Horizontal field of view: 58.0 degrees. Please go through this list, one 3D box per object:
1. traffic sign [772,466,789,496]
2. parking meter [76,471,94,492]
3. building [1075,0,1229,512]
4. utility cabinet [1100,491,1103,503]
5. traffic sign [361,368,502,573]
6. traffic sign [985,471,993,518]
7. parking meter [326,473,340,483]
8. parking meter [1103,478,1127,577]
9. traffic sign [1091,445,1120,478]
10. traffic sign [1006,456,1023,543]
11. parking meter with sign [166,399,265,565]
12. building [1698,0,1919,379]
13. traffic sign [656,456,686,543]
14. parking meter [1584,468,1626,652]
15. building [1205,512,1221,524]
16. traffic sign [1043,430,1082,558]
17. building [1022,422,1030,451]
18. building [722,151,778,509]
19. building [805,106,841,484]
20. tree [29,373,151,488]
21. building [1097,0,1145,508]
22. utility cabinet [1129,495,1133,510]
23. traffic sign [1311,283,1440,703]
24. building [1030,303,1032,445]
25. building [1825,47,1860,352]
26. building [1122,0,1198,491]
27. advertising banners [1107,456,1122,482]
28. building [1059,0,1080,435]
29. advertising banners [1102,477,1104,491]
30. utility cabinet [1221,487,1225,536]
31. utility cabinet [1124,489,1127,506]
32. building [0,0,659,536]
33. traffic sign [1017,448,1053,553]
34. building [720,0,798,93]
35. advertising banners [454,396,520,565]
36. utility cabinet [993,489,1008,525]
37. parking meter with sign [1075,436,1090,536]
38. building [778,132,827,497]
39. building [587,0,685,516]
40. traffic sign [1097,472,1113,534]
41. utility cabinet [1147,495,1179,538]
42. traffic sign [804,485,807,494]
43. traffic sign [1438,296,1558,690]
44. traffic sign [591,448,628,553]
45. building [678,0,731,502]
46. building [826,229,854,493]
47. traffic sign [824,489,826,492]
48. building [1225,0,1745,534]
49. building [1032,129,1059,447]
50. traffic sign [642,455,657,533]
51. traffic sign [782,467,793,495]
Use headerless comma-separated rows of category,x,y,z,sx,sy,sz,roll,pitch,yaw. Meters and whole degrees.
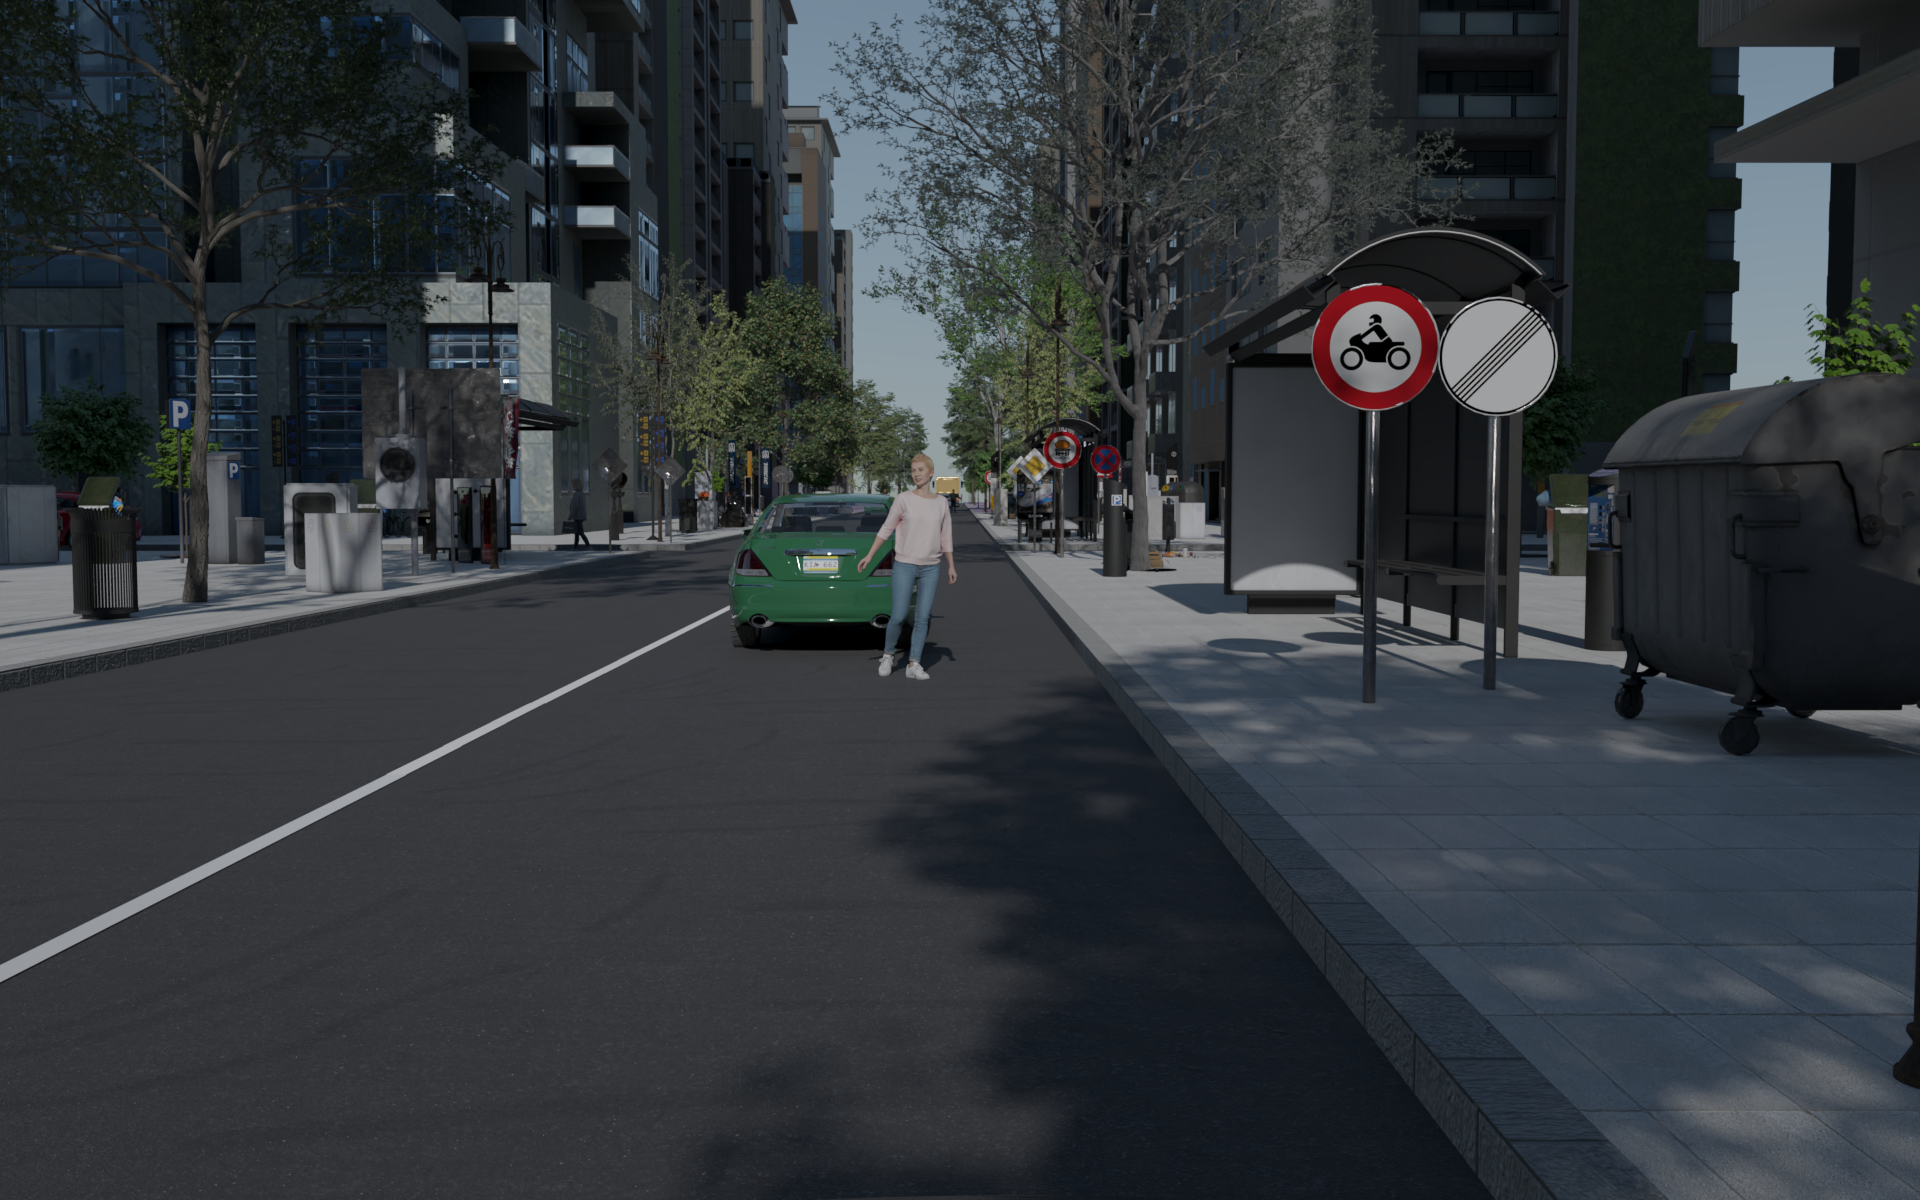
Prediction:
traffic sign,-8.028,-4.727,77.385,0.768,2.556,0.104,0,4,6
parking meter,-22.548,-2.385,44.701,0.399,1.863,0.255,-3,5,-45
building,17.588,-30.744,152.768,14.600,45.320,14.200,0,3,0
utility cabinet,8.688,-5.765,102.941,0.318,1.500,1.173,-1,4,-18
traffic sign,-8.576,-2.095,28.122,2.265,3.308,0.079,0,4,1
traffic sign,1.732,-5.716,93.558,0.768,2.556,0.104,0,4,5
parking meter,-17.122,-2.545,47.327,0.255,1.863,0.399,-3,5,-43
parking meter,2.409,-1.130,26.880,0.372,1.533,0.369,0,3,0
traffic sign,3.752,-2.727,44.696,0.768,2.556,0.104,0,4,7
traffic sign,1.599,-2.558,45.473,0.795,2.450,0.064,0,3,0
parking meter with sign,-13.581,-2.168,31.704,1.738,3.016,0.543,1,4,16
building,25.591,-26.016,14.595,28.713,52.752,27.495,0,3,0
traffic sign,-7.596,-2.559,45.474,0.795,2.450,0.064,0,3,0
parking meter,5.347,-0.357,14.243,0.372,1.533,0.369,0,3,0
building,17.904,-25.962,74.586,14.600,45.320,14.200,0,3,0
traffic sign,2.053,-2.121,34.791,0.768,2.556,0.104,0,4,2
building,23.658,-25.751,266.075,27.650,21.520,28.899,0,3,0
building,-23.427,-23.044,148.466,14.160,30.474,14.107,0,3,0
building,-31.474,-39.750,239.154,28.713,52.752,27.495,0,3,0
tree,-23.605,-3.877,47.097,4.285,4.588,4.351,0,3,0
building,19.949,-42.553,133.987,20.563,71.187,20.611,0,3,0
utility cabinet,8.414,-4.262,80.843,1.020,1.237,0.306,2,4,24
traffic sign,2.515,-0.640,10.572,0.768,2.556,0.104,0,4,5
building,16.740,-28.886,243.991,14.160,30.474,14.107,0,3,0
building,43.055,-26.670,59.759,21.600,48.544,21.300,0,3,0
building,22.091,-29.672,104.752,23.786,49.044,30.456,0,3,0
advertising banners,7.224,-5.172,80.749,0.090,3.025,2.074,-1,4,-11
building,20.391,-38.639,173.752,21.231,58.520,28.212,0,3,0
advertising banners,8.786,-7.104,112.339,2.074,3.025,0.090,-1,4,-22
utility cabinet,8.025,-2.653,52.051,0.318,1.500,1.173,0,4,4
utility cabinet,4.930,-2.735,53.394,0.318,1.500,1.173,0,4,-2
building,-23.666,-46.076,66.013,22.319,86.520,31.000,0,3,0
traffic sign,1.615,-2.070,37.488,0.795,2.450,0.064,0,3,0
building,-31.046,-35.431,168.533,28.713,52.752,27.495,0,3,0
advertising banners,-8.633,-2.166,31.610,2.074,3.025,0.090,3,5,41
utility cabinet,1.652,-3.765,70.238,0.318,1.500,1.173,-1,4,-13
parking meter with sign,3.789,-3.480,53.155,0.543,3.016,1.738,0,4,-3
building,-24.223,-34.769,218.587,14.600,45.320,14.200,0,3,0
building,-23.802,-25.339,97.881,14.154,41.232,14.086,0,3,0
traffic sign,4.425,-3.380,55.259,0.884,2.594,0.081,0,4,4
utility cabinet,5.909,-2.440,51.051,1.020,1.237,0.306,2,4,28
traffic sign,-9.852,-6.771,110.811,0.768,2.556,0.104,0,4,8
traffic sign,3.475,-0.684,11.290,0.768,2.556,0.104,0,4,1
traffic sign,-7.579,-2.070,37.489,0.795,2.450,0.064,0,3,0
building,-26.517,-42.280,129.534,20.563,71.187,20.611,0,3,0
building,-23.442,-35.271,260.273,14.154,41.232,14.086,0,3,0
traffic sign,-9.358,-7.337,120.058,0.768,2.556,0.104,0,4,5
building,17.213,-23.003,59.699,14.086,41.232,14.154,0,3,0
building,20.475,-36.762,224.759,21.300,48.544,21.600,0,3,0
traffic sign,-10.087,-3.474,56.912,0.768,2.556,0.104,0,4,5
traffic sign,-8.276,-5.012,82.049,0.768,2.556,0.104,0,4,2
